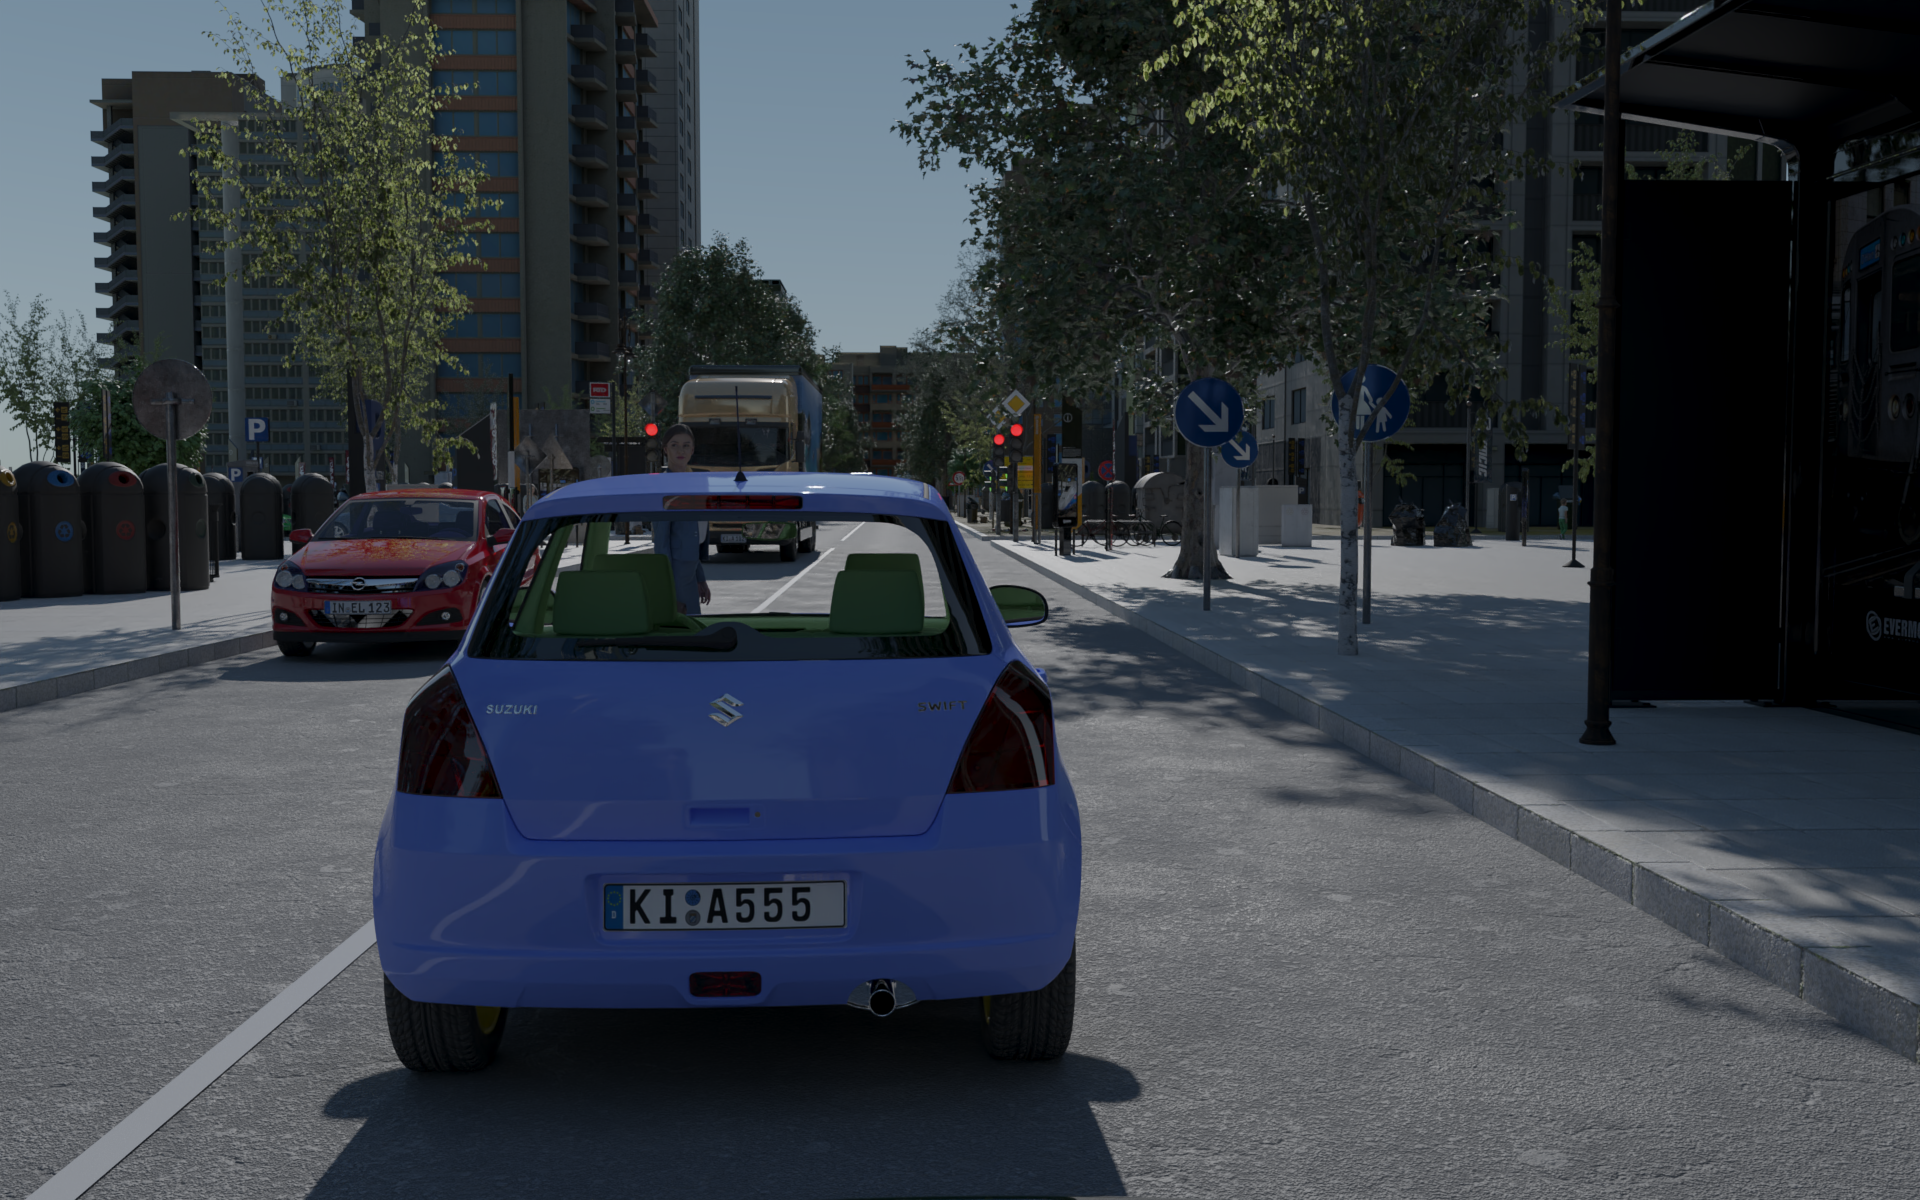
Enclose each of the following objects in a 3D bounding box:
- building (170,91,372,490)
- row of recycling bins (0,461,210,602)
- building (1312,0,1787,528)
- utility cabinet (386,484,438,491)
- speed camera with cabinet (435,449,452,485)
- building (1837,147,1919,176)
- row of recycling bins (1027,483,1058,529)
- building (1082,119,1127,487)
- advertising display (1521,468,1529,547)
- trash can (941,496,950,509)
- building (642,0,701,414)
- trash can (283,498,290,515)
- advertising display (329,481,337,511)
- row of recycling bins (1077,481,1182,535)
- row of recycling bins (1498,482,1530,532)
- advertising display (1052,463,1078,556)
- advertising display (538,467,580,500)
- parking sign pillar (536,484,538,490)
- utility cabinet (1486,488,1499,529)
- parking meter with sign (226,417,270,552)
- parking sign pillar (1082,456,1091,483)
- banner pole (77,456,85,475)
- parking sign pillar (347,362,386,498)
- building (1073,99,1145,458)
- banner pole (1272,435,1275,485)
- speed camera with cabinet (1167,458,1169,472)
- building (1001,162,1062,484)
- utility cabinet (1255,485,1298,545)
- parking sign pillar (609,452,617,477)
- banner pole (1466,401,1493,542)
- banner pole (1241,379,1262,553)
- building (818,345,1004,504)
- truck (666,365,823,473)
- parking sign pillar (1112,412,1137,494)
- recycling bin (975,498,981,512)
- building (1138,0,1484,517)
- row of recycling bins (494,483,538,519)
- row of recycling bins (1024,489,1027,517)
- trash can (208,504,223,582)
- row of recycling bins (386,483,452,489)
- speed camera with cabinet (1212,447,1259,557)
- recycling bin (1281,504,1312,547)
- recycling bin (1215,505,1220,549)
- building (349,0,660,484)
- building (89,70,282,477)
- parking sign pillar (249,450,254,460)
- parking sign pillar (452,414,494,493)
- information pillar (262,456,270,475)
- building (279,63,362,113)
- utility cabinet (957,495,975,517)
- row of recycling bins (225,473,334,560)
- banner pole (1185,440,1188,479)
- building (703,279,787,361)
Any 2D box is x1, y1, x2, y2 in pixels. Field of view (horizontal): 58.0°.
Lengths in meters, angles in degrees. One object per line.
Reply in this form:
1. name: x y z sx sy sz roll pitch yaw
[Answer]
1. building: -60.166 -29.433 173.110 23.993 40.220 32.217 0 4 -2
2. row of recycling bins: -11.191 -0.907 21.949 1.069 1.692 3.534 2 4 28
3. building: 25.329 -38.931 74.771 20.611 71.187 20.563 0 4 -2
4. utility cabinet: -12.375 -1.857 39.047 1.173 1.500 0.318 -3 4 -38
5. speed camera with cabinet: -21.271 -4.765 72.240 0.660 3.252 2.038 0 4 5
6. building: 57.624 -32.843 78.984 28.212 58.520 21.231 0 4 -2
7. row of recycling bins: 4.371 -3.432 63.230 3.534 1.692 1.069 2 4 29
8. building: 23.001 -51.898 161.206 22.319 86.520 31.000 0 4 -2
9. advertising display: 13.920 -2.291 42.669 0.123 1.923 0.974 1 4 20
10. trash can: -1.055 -6.820 123.161 0.748 1.137 0.748 0 3 0
11. building: -38.100 -45.316 179.160 20.611 71.187 20.563 0 4 -2
12. trash can: -24.695 -3.133 62.870 0.748 1.137 0.748 0 3 0
13. advertising display: -31.873 -5.039 87.605 0.123 1.923 0.974 1 4 20
14. row of recycling bins: 5.470 -2.943 55.231 3.534 1.692 1.069 -1 4 -20
15. row of recycling bins: 18.995 -3.203 59.481 1.069 1.692 3.534 1 4 17
16. advertising display: 2.200 -1.896 36.205 0.123 1.923 0.974 2 4 29
17. advertising display: -9.556 -2.206 41.283 0.974 1.923 0.123 -2 4 -26
18. parking sign pillar: -26.144 -7.216 106.453 1.447 3.967 1.447 -3 5 -45
19. utility cabinet: 19.730 -3.370 63.784 0.318 1.500 1.173 3 4 36
20. parking meter with sign: -16.025 -2.592 38.640 0.543 3.016 1.738 0 4 3
21. parking sign pillar: 7.110 -6.836 100.244 1.447 3.967 1.447 2 4 28
22. banner pole: -57.929 -7.596 114.217 0.401 3.779 0.863 1 4 15
23. parking sign pillar: -12.335 -2.910 36.044 1.447 3.967 1.447 0 4 -4
24. building: 18.343 -30.663 184.937 14.154 41.232 14.086 0 4 -2
25. banner pole: 13.335 -5.120 73.732 0.401 3.779 0.863 1 4 9
26. speed camera with cabinet: 11.340 -6.174 95.286 0.660 3.252 2.038 2 4 31
27. building: 12.701 -35.689 233.617 14.200 45.320 14.600 0 4 -2
28. utility cabinet: 7.808 -2.110 43.183 1.173 1.500 0.318 -1 4 -11
29. parking sign pillar: -20.418 -6.949 102.093 1.447 3.967 1.447 -3 5 -41
30. banner pole: 13.945 -3.469 46.733 0.863 3.779 0.401 1 4 11
31. banner pole: 6.305 -2.932 37.955 0.401 3.779 0.863 -1 4 -21
32. building: -9.111 -24.236 241.301 28.899 21.520 27.650 0 4 -2
33. truck: -4.712 -3.126 40.026 2.839 4.237 11.283 0 4 -1
34. parking sign pillar: 5.450 -4.224 57.529 1.447 3.967 1.447 -1 4 -13
35. recycling bin: 1.113 -7.022 127.363 0.722 1.027 0.722 1 4 13
36. building: 22.151 -41.616 118.678 20.563 71.187 20.611 0 4 -2
37. row of recycling bins: -15.551 -3.278 60.716 3.534 1.692 1.069 1 4 13
38. row of recycling bins: 4.310 -5.463 96.431 1.069 1.692 3.534 -1 4 -22
39. trash can: -11.145 -0.833 25.269 0.748 1.137 0.748 0 3 0
40. row of recycling bins: -19.857 -3.429 63.180 3.534 1.692 1.069 1 4 22
41. speed camera with cabinet: 5.707 -2.568 36.323 0.660 3.252 2.038 0 4 -8
42. recycling bin: 8.185 -1.806 42.082 0.722 1.027 0.722 1 4 11
43. recycling bin: 6.256 -1.728 40.802 0.722 1.027 0.722 2 4 33
44. building: -36.759 -29.815 142.093 22.147 44.769 28.867 0 4 -2
45. building: -79.981 -32.467 180.947 14.200 45.320 14.600 0 4 -2
46. parking sign pillar: -42.732 -7.072 104.093 1.447 3.967 1.447 -1 4 -11
47. parking sign pillar: -15.993 -4.184 56.874 1.447 3.967 1.447 -3 5 -41
48. information pillar: -42.873 -7.076 107.054 0.504 3.616 0.183 1 4 8
49. building: -75.660 -42.366 234.689 28.212 58.520 21.231 0 4 -2
50. utility cabinet: 0.355 -5.375 99.048 1.020 1.237 0.306 0 4 4
51. row of recycling bins: -14.099 -1.639 33.918 3.534 1.692 1.069 -1 4 -12
52. banner pole: 9.471 -4.967 71.228 0.401 3.779 0.863 -3 4 -37
53. building: -30.384 -28.208 232.908 14.107 30.474 14.160 0 4 -2
